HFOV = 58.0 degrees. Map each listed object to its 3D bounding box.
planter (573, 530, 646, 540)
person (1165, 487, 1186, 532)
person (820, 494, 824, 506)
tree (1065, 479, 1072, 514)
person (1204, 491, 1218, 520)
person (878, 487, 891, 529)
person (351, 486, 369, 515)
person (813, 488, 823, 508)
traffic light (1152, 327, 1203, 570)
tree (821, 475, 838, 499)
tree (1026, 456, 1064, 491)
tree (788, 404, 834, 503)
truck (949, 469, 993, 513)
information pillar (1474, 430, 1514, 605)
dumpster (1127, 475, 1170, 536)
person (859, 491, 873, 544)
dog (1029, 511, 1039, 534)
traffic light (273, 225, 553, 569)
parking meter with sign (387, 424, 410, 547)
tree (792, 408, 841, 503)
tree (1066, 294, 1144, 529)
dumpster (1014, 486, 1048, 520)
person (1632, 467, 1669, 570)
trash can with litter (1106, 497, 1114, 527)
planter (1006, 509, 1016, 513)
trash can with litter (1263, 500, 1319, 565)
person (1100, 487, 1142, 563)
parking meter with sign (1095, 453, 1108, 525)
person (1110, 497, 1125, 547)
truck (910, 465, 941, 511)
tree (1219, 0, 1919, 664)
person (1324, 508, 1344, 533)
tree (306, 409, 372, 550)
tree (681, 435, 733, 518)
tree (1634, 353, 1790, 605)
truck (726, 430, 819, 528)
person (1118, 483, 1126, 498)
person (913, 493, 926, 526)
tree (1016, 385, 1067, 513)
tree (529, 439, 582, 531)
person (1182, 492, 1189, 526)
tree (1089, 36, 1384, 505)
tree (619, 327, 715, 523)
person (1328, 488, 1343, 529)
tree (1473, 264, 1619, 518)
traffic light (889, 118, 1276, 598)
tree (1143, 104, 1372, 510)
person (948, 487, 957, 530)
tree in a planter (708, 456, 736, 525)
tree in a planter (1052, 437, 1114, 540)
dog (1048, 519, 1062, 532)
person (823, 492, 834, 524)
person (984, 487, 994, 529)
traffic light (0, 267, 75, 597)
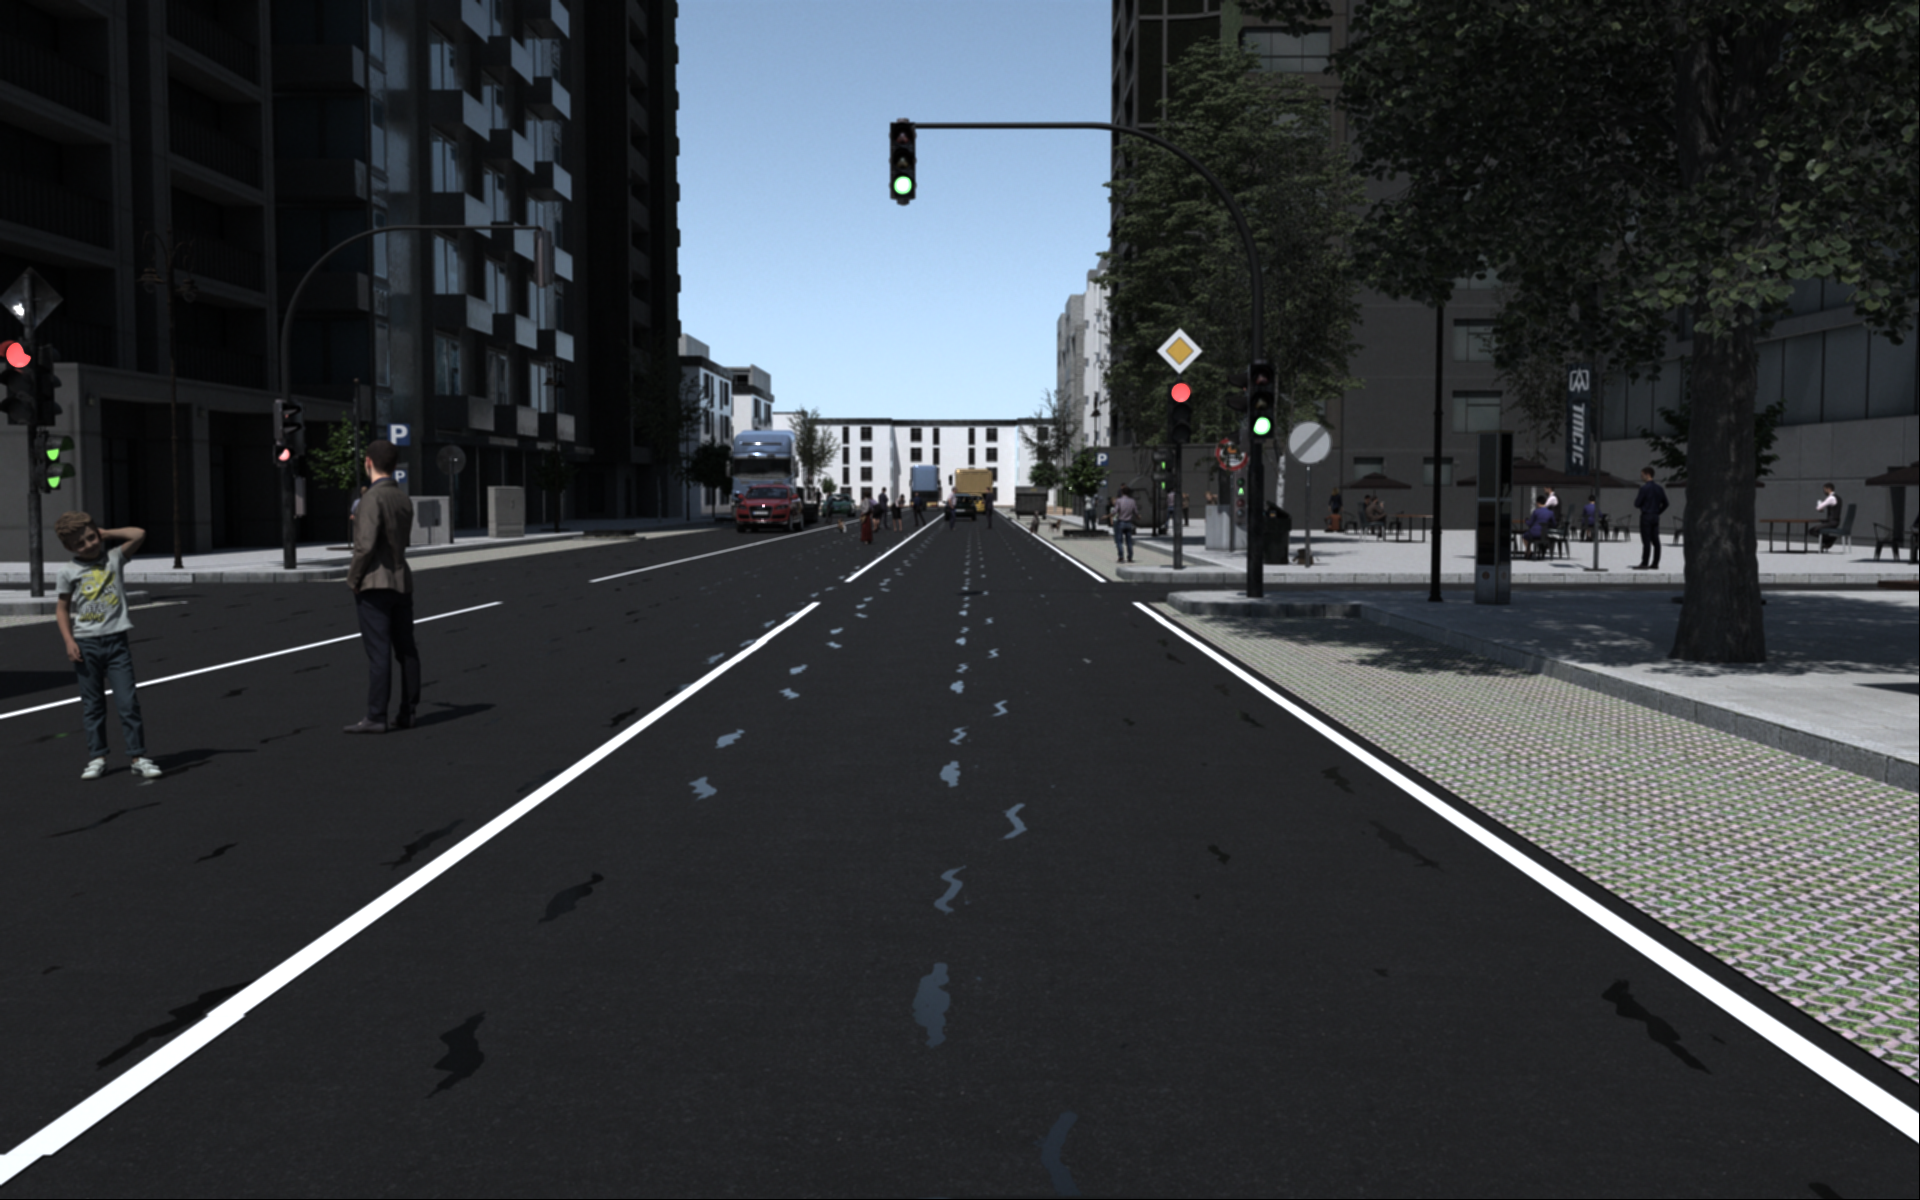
[{"bbox_3d":[-10.950,-2.031,54.352,1.991,0.319,1.994,0,4,0],"label":"planter"},{"bbox_3d":[7.129,-3.077,58.312,0.963,1.587,0.435,0,4,7],"label":"person"},{"bbox_3d":[-14.978,-10.590,184.862,0.991,1.433,0.599,-2,4,-24],"label":"person"},{"bbox_3d":[7.453,-7.083,110.415,1.663,3.219,1.824,0,3,0],"label":"tree"},{"bbox_3d":[6.005,-1.918,41.307,0.435,1.345,0.340,3,4,39],"label":"person"},{"bbox_3d":[-3.087,-3.702,69.948,0.530,1.710,0.541,-2,4,-26],"label":"person"},{"bbox_3d":[-11.054,-1.321,32.155,0.516,1.574,0.319,0,4,-1],"label":"person"},{"bbox_3d":[-13.459,-9.685,164.029,1.348,1.869,0.705,3,4,36],"label":"person"},{"bbox_3d":[3.684,-2.473,29.348,0.839,4.253,0.868,0,4,0],"label":"traffic light"},{"bbox_3d":[-13.434,-11.360,180.331,1.663,3.219,1.824,0,3,0],"label":"tree"},{"bbox_3d":[7.231,-10.100,148.846,4.285,4.588,4.351,0,3,0],"label":"tree"},{"bbox_3d":[-12.497,-11.723,142.028,4.360,8.622,3.978,0,3,0],"label":"tree"},{"bbox_3d":[0.969,-8.298,131.601,3.469,3.379,9.791,0,4,-2],"label":"truck"},{"bbox_3d":[6.215,-0.958,20.160,0.304,2.012,0.304,-3,5,-40],"label":"information pillar"},{"bbox_3d":[5.869,-2.961,54.166,1.264,1.857,1.865,0,4,0],"label":"dumpster"},{"bbox_3d":[-2.698,-2.374,49.790,0.387,1.526,0.523,0,4,-3],"label":"person"},{"bbox_3d":[2.778,-2.812,62.808,0.513,0.831,0.800,2,4,24],"label":"dog"},{"bbox_3d":[-9.324,-3.351,29.463,4.771,5.953,1.251,0,4,0],"label":"traffic light"},{"bbox_3d":[-13.633,-2.804,42.105,0.543,3.016,1.738,-1,4,-17],"label":"parking meter with sign"},{"bbox_3d":[-12.489,-12.069,147.694,4.737,8.622,4.395,0,3,0],"label":"tree"},{"bbox_3d":[6.731,-6.935,63.744,4.360,8.622,3.978,0,3,0],"label":"tree"},{"bbox_3d":[3.949,-5.394,96.413,1.865,1.857,1.264,0,4,2],"label":"dumpster"},{"bbox_3d":[11.718,-1.395,29.551,0.576,1.737,0.504,-3,4,-37],"label":"person"},{"bbox_3d":[6.167,-3.400,66.982,1.055,1.170,0.624,3,4,39],"label":"trash can with litter"},{"bbox_3d":[4.485,-6.786,132.093,1.991,0.319,1.994,0,4,0],"label":"planter"},{"bbox_3d":[5.995,-1.233,31.554,1.055,1.170,0.624,0,4,4],"label":"trash can with litter"},{"bbox_3d":[3.406,-1.552,35.837,0.963,1.587,0.435,-2,4,-25],"label":"person"},{"bbox_3d":[5.958,-4.662,72.480,0.543,3.016,1.738,0,4,3],"label":"parking meter with sign"},{"bbox_3d":[4.250,-2.093,46.634,0.435,1.345,0.340,1,4,11],"label":"person"},{"bbox_3d":[-3.201,-10.209,156.670,2.967,4.110,18.799,0,4,-1],"label":"truck"},{"bbox_3d":[5.949,-6.499,12.916,9.857,13.997,8.962,0,3,0],"label":"tree"},{"bbox_3d":[12.534,-2.667,57.930,0.859,0.850,0.655,1,4,16],"label":"person"},{"bbox_3d":[-14.209,-2.766,39.825,1.663,3.219,1.824,0,3,0],"label":"tree"},{"bbox_3d":[-13.338,-6.747,94.029,4.285,4.588,4.351,0,3,0],"label":"tree"},{"bbox_3d":[8.793,-1.573,20.323,1.663,3.219,1.824,0,3,0],"label":"tree"},{"bbox_3d":[-8.228,-5.452,78.907,2.967,4.110,18.799,0,4,-1],"label":"truck"},{"bbox_3d":[7.206,-4.225,75.578,0.568,1.767,0.683,1,4,22],"label":"person"},{"bbox_3d":[-1.860,-4.043,77.289,0.574,1.496,0.600,-1,4,-14],"label":"person"},{"bbox_3d":[6.192,-10.165,116.559,4.360,8.622,3.978,0,3,0],"label":"tree"},{"bbox_3d":[-14.289,-4.053,60.861,1.663,3.219,1.824,0,3,0],"label":"tree"},{"bbox_3d":[9.025,-3.630,69.307,0.435,1.345,0.340,3,5,44],"label":"person"},{"bbox_3d":[6.918,-7.688,43.820,7.486,12.596,7.792,0,3,0],"label":"tree"},{"bbox_3d":[-13.209,-7.723,76.634,4.737,8.622,4.395,0,3,0],"label":"tree"},{"bbox_3d":[13.148,-3.192,60.774,0.480,1.512,0.613,2,4,31],"label":"person"},{"bbox_3d":[17.717,-6.252,52.581,4.360,8.622,3.978,0,3,0],"label":"tree"},{"bbox_3d":[1.533,-2.848,21.237,4.771,5.953,1.251,0,4,0],"label":"traffic light"},{"bbox_3d":[6.092,-5.074,33.317,4.360,8.622,3.978,0,3,0],"label":"tree"},{"bbox_3d":[-0.242,-3.631,68.801,0.436,1.711,0.756,1,4,20],"label":"person"},{"bbox_3d":[-10.738,-5.147,81.376,1.991,3.239,1.994,0,4,0],"label":"tree in a planter"},{"bbox_3d":[3.903,-3.487,54.242,1.991,3.239,1.994,0,4,0],"label":"tree in a planter"},{"bbox_3d":[3.526,-2.753,64.302,0.540,0.507,0.406,0,4,5],"label":"dog"},{"bbox_3d":[-6.161,-4.331,81.524,0.429,1.552,0.499,2,4,35],"label":"person"},{"bbox_3d":[1.197,-3.797,71.497,0.530,1.710,0.541,3,5,43],"label":"person"},{"bbox_3d":[-11.476,-1.990,21.458,0.839,4.253,0.868,0,4,0],"label":"traffic light"}]
